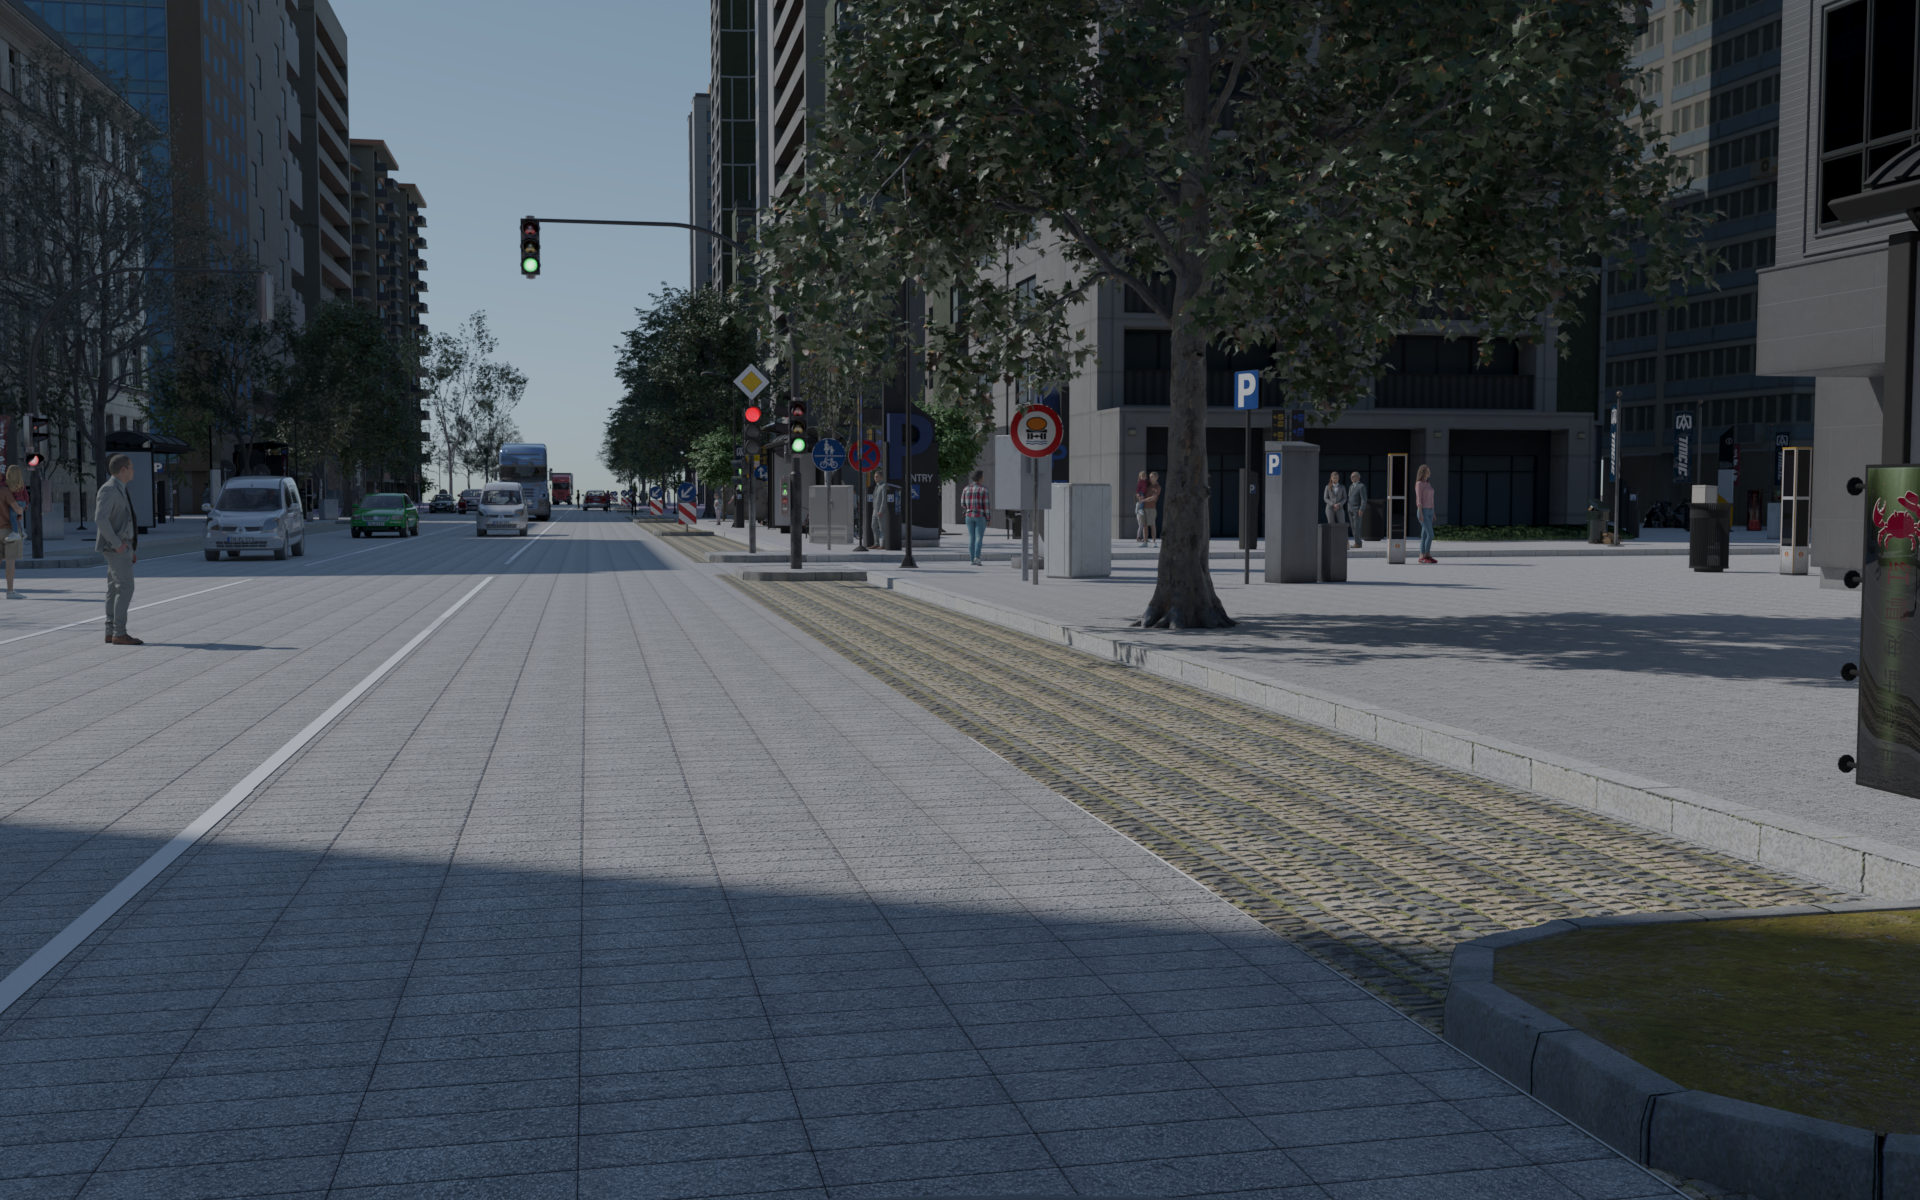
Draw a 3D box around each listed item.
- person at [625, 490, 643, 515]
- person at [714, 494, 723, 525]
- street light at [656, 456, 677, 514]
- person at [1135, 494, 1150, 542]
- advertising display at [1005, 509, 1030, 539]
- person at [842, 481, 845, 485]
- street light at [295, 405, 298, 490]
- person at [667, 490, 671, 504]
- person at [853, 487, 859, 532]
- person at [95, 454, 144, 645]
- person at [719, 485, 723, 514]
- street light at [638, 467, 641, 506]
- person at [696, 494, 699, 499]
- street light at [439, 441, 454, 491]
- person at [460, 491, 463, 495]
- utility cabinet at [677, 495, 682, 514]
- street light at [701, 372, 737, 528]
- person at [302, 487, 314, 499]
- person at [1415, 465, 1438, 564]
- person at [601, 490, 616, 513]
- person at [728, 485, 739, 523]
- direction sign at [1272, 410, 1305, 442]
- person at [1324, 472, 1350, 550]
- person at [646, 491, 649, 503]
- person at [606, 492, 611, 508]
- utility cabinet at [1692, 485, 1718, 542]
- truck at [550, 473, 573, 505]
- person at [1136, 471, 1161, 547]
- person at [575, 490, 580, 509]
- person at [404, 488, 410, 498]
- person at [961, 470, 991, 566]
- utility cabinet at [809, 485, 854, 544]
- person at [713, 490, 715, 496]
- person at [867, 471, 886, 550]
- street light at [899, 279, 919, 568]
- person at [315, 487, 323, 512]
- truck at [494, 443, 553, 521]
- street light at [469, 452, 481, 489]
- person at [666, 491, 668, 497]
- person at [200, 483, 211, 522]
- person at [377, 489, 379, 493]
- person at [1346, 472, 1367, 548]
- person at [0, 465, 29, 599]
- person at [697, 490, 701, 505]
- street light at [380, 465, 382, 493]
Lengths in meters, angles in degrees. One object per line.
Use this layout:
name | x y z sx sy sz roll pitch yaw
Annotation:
person | -21.866 -6.545 116.229 1.217 1.735 0.721 -2 4 -24
person | -9.964 -3.731 71.318 0.425 1.301 0.394 1 4 15
street light | -18.839 -8.462 110.902 1.470 5.913 1.316 -1 4 -12
person | 4.888 -2.203 46.343 0.394 1.301 0.425 2 4 28
advertising display | 1.640 -2.694 49.264 0.123 1.923 0.974 3 5 41
person | -4.630 -3.682 66.420 0.537 1.800 0.526 -3 5 -43
street light | -29.276 -6.443 77.880 1.470 5.913 1.316 -1 4 -12
person | -35.908 -12.637 213.332 0.621 1.740 0.551 -1 4 -12
person | -3.531 -3.044 58.414 0.503 1.515 0.523 -1 4 -11
person | -8.073 -0.490 16.606 0.391 1.810 0.635 -2 4 -26
person | -14.822 -6.274 108.506 0.514 1.842 0.818 -1 4 -14
street light | -25.383 -10.357 141.879 1.470 5.913 1.316 -1 4 -12
person | -20.148 -7.561 129.808 1.348 1.807 0.705 1 4 18
street light | -45.337 -11.023 152.764 1.470 5.913 1.316 -1 4 -12
person | -61.053 -12.560 212.343 0.756 1.711 0.436 0 4 8
utility cabinet | -17.297 -6.136 109.007 0.318 1.500 1.173 3 4 37
street light | -9.144 -5.722 66.093 1.470 5.913 1.316 -1 4 -12
person | -48.422 -7.444 127.845 1.348 1.812 0.705 -3 4 -37
person | 8.569 -1.579 31.873 0.388 1.821 0.555 2 4 31
person | -27.176 -7.618 133.768 1.217 1.743 0.721 -1 4 -22
person | -9.765 -4.218 75.686 0.731 1.740 0.598 -1 4 -22
direction sign | 8.815 -3.341 46.617 0.876 3.537 0.379 0 4 -2
person | 8.682 -2.052 39.861 0.520 1.790 0.573 -1 4 -9
person | -44.430 -14.642 246.155 0.721 1.735 1.217 2 4 33
person | -37.233 -10.692 183.189 0.599 1.838 0.709 2 4 33
utility cabinet | 18.653 -2.123 43.387 0.318 1.500 1.173 1 4 8
truck | -52.690 -14.716 229.515 2.839 4.237 11.283 -1 4 -11
person | 4.520 -2.186 41.757 0.580 1.828 0.573 0 4 -6
person | -36.570 -9.640 165.748 0.705 1.869 1.348 0 3 0
person | -51.475 -9.476 160.941 1.348 1.831 0.705 3 4 36
person | 0.280 -1.485 31.157 0.563 1.720 0.643 2 4 30
utility cabinet | -3.298 -2.179 44.298 1.173 1.500 0.318 2 4 30
person | -16.810 -6.750 117.090 0.721 1.739 1.217 0 4 -6
person | -1.842 -2.071 39.996 0.391 1.810 0.635 -2 4 -29
street light | -1.422 -3.505 29.846 1.470 5.913 1.316 -1 4 -12
person | -45.969 -7.229 124.265 0.705 1.821 1.348 -3 5 -40
truck | -24.389 -6.592 97.544 2.967 4.110 18.799 -1 4 -13
street light | -53.378 -13.331 190.505 1.470 5.913 1.316 -1 4 -12
person | -41.656 -14.711 246.559 0.705 1.826 1.348 0 4 -6
person | -34.140 -4.410 78.334 0.466 1.800 0.511 -3 5 -43
person | -57.228 -10.016 170.332 0.617 1.759 0.750 0 4 1
person | 9.335 -2.135 41.124 0.590 1.801 0.661 -1 4 -22
person | -13.048 -0.932 23.709 0.580 1.828 0.573 -2 4 -35
person | -29.502 -11.513 195.003 0.721 1.735 1.217 1 4 19
street light | -35.954 -8.360 109.230 1.470 5.913 1.316 -1 4 -12
